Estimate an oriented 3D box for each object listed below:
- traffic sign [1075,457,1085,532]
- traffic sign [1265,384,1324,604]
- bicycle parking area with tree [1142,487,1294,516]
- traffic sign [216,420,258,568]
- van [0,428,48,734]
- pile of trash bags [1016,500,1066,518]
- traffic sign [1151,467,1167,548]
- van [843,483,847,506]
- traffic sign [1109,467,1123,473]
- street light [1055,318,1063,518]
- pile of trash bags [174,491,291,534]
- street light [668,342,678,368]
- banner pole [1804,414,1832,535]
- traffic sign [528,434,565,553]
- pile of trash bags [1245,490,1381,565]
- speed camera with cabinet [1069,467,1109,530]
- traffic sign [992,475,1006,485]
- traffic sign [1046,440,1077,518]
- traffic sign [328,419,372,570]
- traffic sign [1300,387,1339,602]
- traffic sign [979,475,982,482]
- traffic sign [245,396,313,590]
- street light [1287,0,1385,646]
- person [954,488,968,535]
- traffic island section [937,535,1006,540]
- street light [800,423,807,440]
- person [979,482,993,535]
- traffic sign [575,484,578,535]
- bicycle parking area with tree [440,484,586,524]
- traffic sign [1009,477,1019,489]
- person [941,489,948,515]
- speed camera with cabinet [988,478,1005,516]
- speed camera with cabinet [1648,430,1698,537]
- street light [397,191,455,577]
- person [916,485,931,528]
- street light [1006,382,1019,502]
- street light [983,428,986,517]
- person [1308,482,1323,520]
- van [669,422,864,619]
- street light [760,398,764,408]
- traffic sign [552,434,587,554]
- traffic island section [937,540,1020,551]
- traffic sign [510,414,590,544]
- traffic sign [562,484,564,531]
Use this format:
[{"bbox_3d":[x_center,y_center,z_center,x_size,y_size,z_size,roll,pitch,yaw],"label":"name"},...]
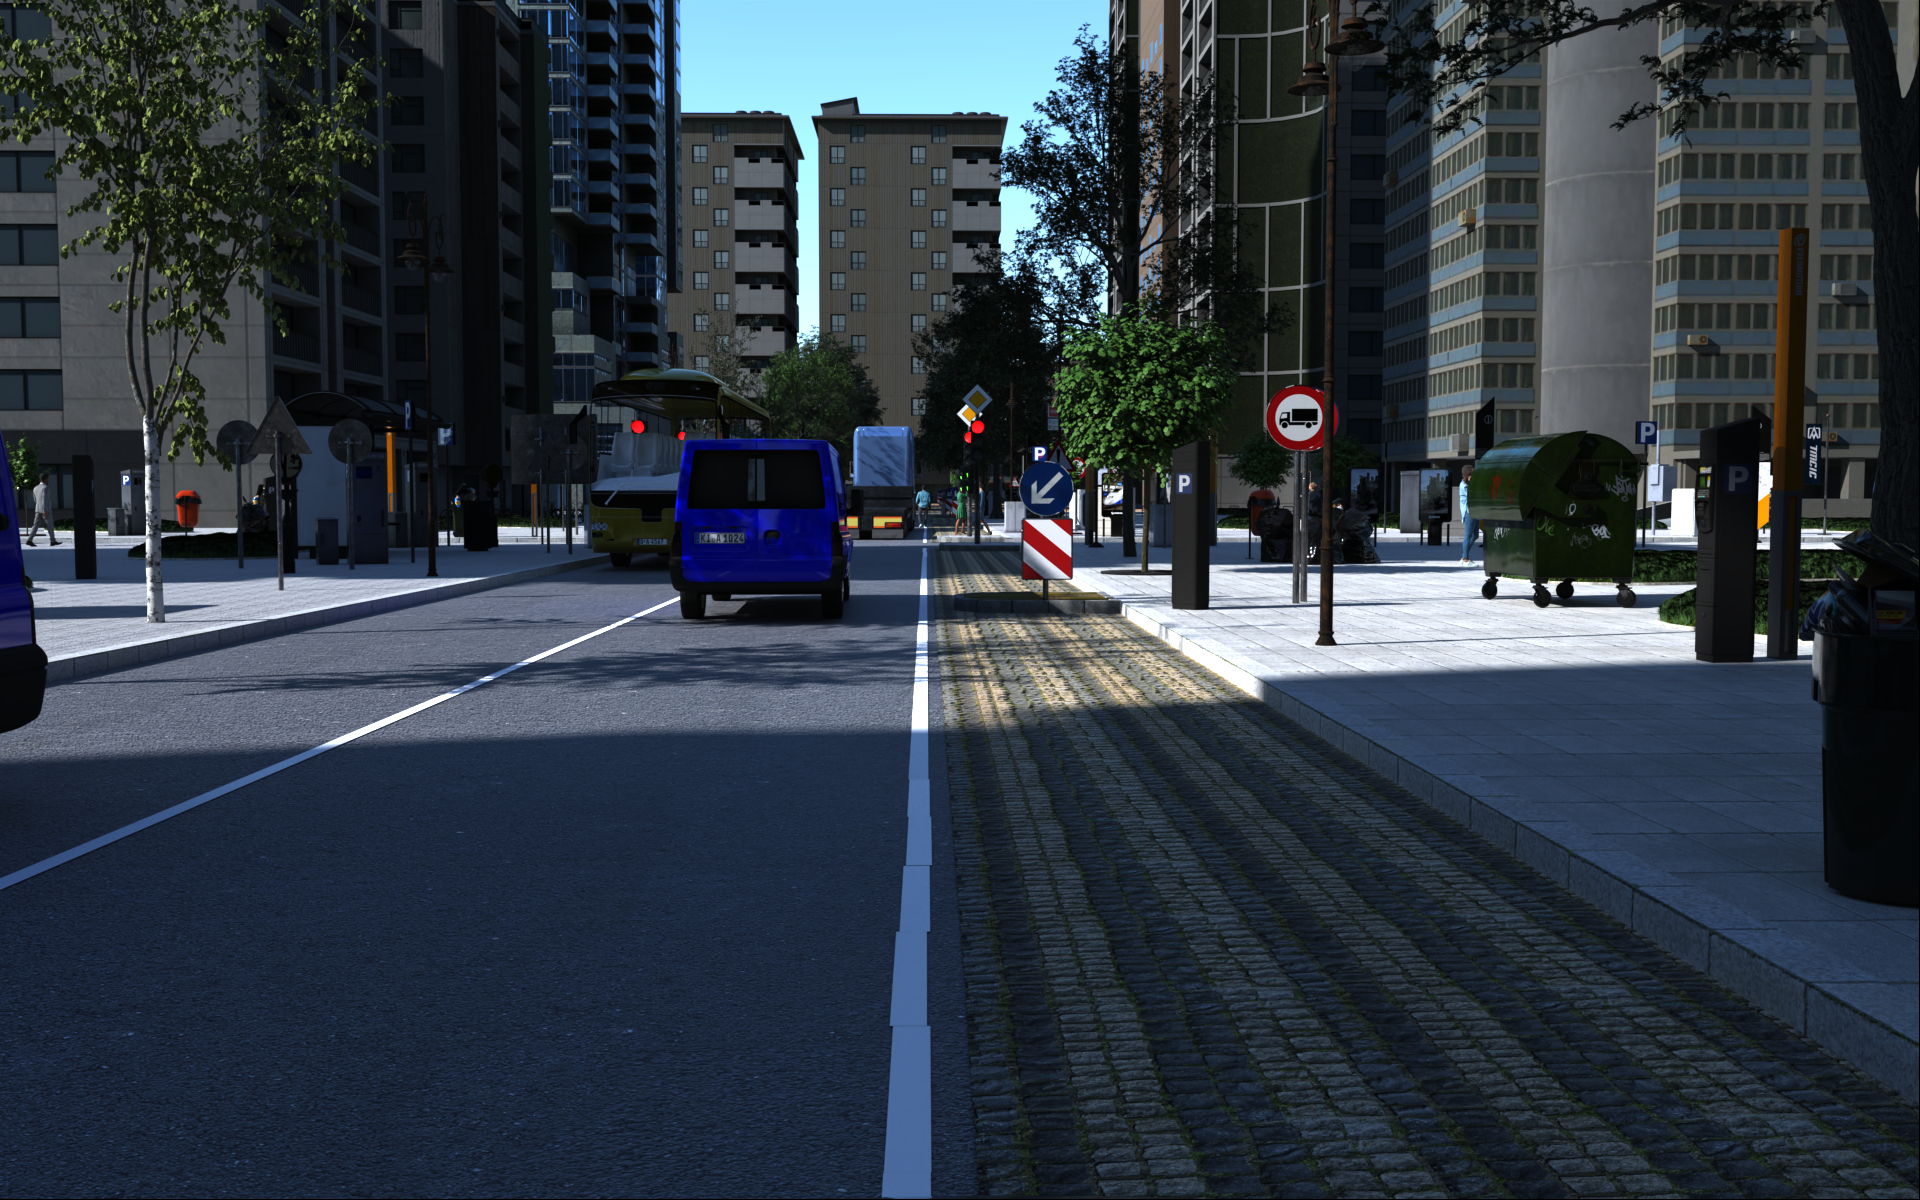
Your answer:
[{"bbox_3d":[3.981,-3.616,59.222,0.768,2.556,0.104,0,4,5],"label":"traffic sign"},{"bbox_3d":[3.940,-1.231,20.234,0.768,2.556,0.104,0,4,2],"label":"traffic sign"},{"bbox_3d":[14.327,-6.723,96.917,8.231,4.147,9.016,0,4,6],"label":"bicycle parking area with tree"},{"bbox_3d":[-12.417,-1.818,29.837,0.768,2.556,0.104,0,4,-1],"label":"traffic sign"},{"bbox_3d":[-5.182,-0.065,5.449,2.240,2.365,5.245,0,4,0],"label":"van"},{"bbox_3d":[2.767,-3.153,61.301,1.912,1.369,3.447,0,4,-2],"label":"pile of trash bags"},{"bbox_3d":[4.849,-2.504,40.943,0.884,2.594,0.081,0,4,1],"label":"traffic sign"},{"bbox_3d":[-6.704,-5.130,88.260,2.240,2.365,5.245,0,4,-2],"label":"van"},{"bbox_3d":[5.655,-3.738,61.216,0.768,2.556,0.104,0,4,4],"label":"traffic sign"},{"bbox_3d":[2.503,-4.321,43.441,0.468,5.910,1.993,0,4,-1],"label":"street light"},{"bbox_3d":[-18.045,-2.085,43.839,3.447,1.369,1.912,-1,4,-9],"label":"pile of trash bags"},{"bbox_3d":[-8.715,-4.892,52.779,0.468,5.910,1.993,0,4,-1],"label":"street light"},{"bbox_3d":[26.799,-3.918,54.070,0.863,3.779,0.401,1,4,11],"label":"banner pole"},{"bbox_3d":[-8.960,-2.302,37.649,0.884,2.594,0.081,0,4,6],"label":"traffic sign"},{"bbox_3d":[6.465,-1.425,33.045,1.912,1.369,3.447,-1,4,-21],"label":"pile of trash bags"},{"bbox_3d":[4.876,-4.164,62.424,2.038,3.252,0.660,-3,5,-39],"label":"speed camera with cabinet"},{"bbox_3d":[2.328,-6.388,104.447,0.884,2.594,0.081,0,4,6],"label":"traffic sign"},{"bbox_3d":[2.367,-2.546,41.638,0.884,2.594,0.081,1,4,8],"label":"traffic sign"},{"bbox_3d":[-10.341,-1.790,29.379,0.768,2.556,0.104,0,4,4],"label":"traffic sign"},{"bbox_3d":[4.099,-1.252,20.582,0.768,2.556,0.104,0,4,3],"label":"traffic sign"},{"bbox_3d":[0.974,-6.413,104.959,0.768,2.556,0.104,0,4,6],"label":"traffic sign"},{"bbox_3d":[-9.042,-1.406,23.000,0.884,2.594,0.081,0,4,0],"label":"traffic sign"},{"bbox_3d":[3.110,-2.553,14.537,0.468,5.910,1.993,0,4,-1],"label":"street light"},{"bbox_3d":[0.039,-3.183,60.792,0.529,1.795,0.600,-1,4,-22],"label":"person"},{"bbox_3d":[0.312,-1.844,52.430,2.009,0.180,2.903,0,4,-1],"label":"traffic island section"},{"bbox_3d":[-9.966,-8.405,110.209,0.468,5.910,1.993,0,4,-1],"label":"street light"},{"bbox_3d":[0.732,-2.956,56.862,0.654,1.822,0.581,1,4,12],"label":"person"},{"bbox_3d":[-12.073,-3.327,54.505,0.768,2.556,0.104,0,4,7],"label":"traffic sign"},{"bbox_3d":[-18.625,-5.485,76.683,9.016,4.147,8.231,1,4,18],"label":"bicycle parking area with tree"},{"bbox_3d":[4.008,-7.752,126.749,0.884,2.594,0.081,0,4,7],"label":"traffic sign"},{"bbox_3d":[-0.978,-5.923,105.889,0.362,1.759,0.519,2,4,29],"label":"person"},{"bbox_3d":[2.128,-6.497,100.556,0.660,3.252,2.038,1,4,13],"label":"speed camera with cabinet"},{"bbox_3d":[21.993,-3.590,53.025,0.660,3.252,2.038,-1,4,-19],"label":"speed camera with cabinet"},{"bbox_3d":[-8.234,-3.307,26.851,0.468,5.910,1.993,0,4,-1],"label":"street light"},{"bbox_3d":[-1.587,-4.012,74.119,0.660,1.820,0.620,0,4,-8],"label":"person"},{"bbox_3d":[2.036,-5.840,68.276,0.468,5.910,1.993,0,4,-1],"label":"street light"},{"bbox_3d":[1.338,-7.612,97.250,0.468,5.910,1.993,0,4,-1],"label":"street light"},{"bbox_3d":[10.337,-2.541,50.471,0.576,1.772,0.534,-3,4,-37],"label":"person"},{"bbox_3d":[-2.343,-1.051,21.568,2.240,2.365,5.245,0,4,-2],"label":"van"},{"bbox_3d":[-9.297,-6.649,81.495,0.468,5.910,1.993,0,4,-1],"label":"street light"},{"bbox_3d":[-8.305,-2.247,36.839,0.768,2.556,0.104,0,4,2],"label":"traffic sign"},{"bbox_3d":[0.468,-1.356,44.446,2.009,0.180,2.903,0,4,-1],"label":"traffic island section"},{"bbox_3d":[-10.323,-3.067,44.019,2.265,3.308,0.079,0,4,4],"label":"traffic sign"},{"bbox_3d":[-13.647,-3.641,59.531,0.884,2.594,0.081,0,4,4],"label":"traffic sign"}]
